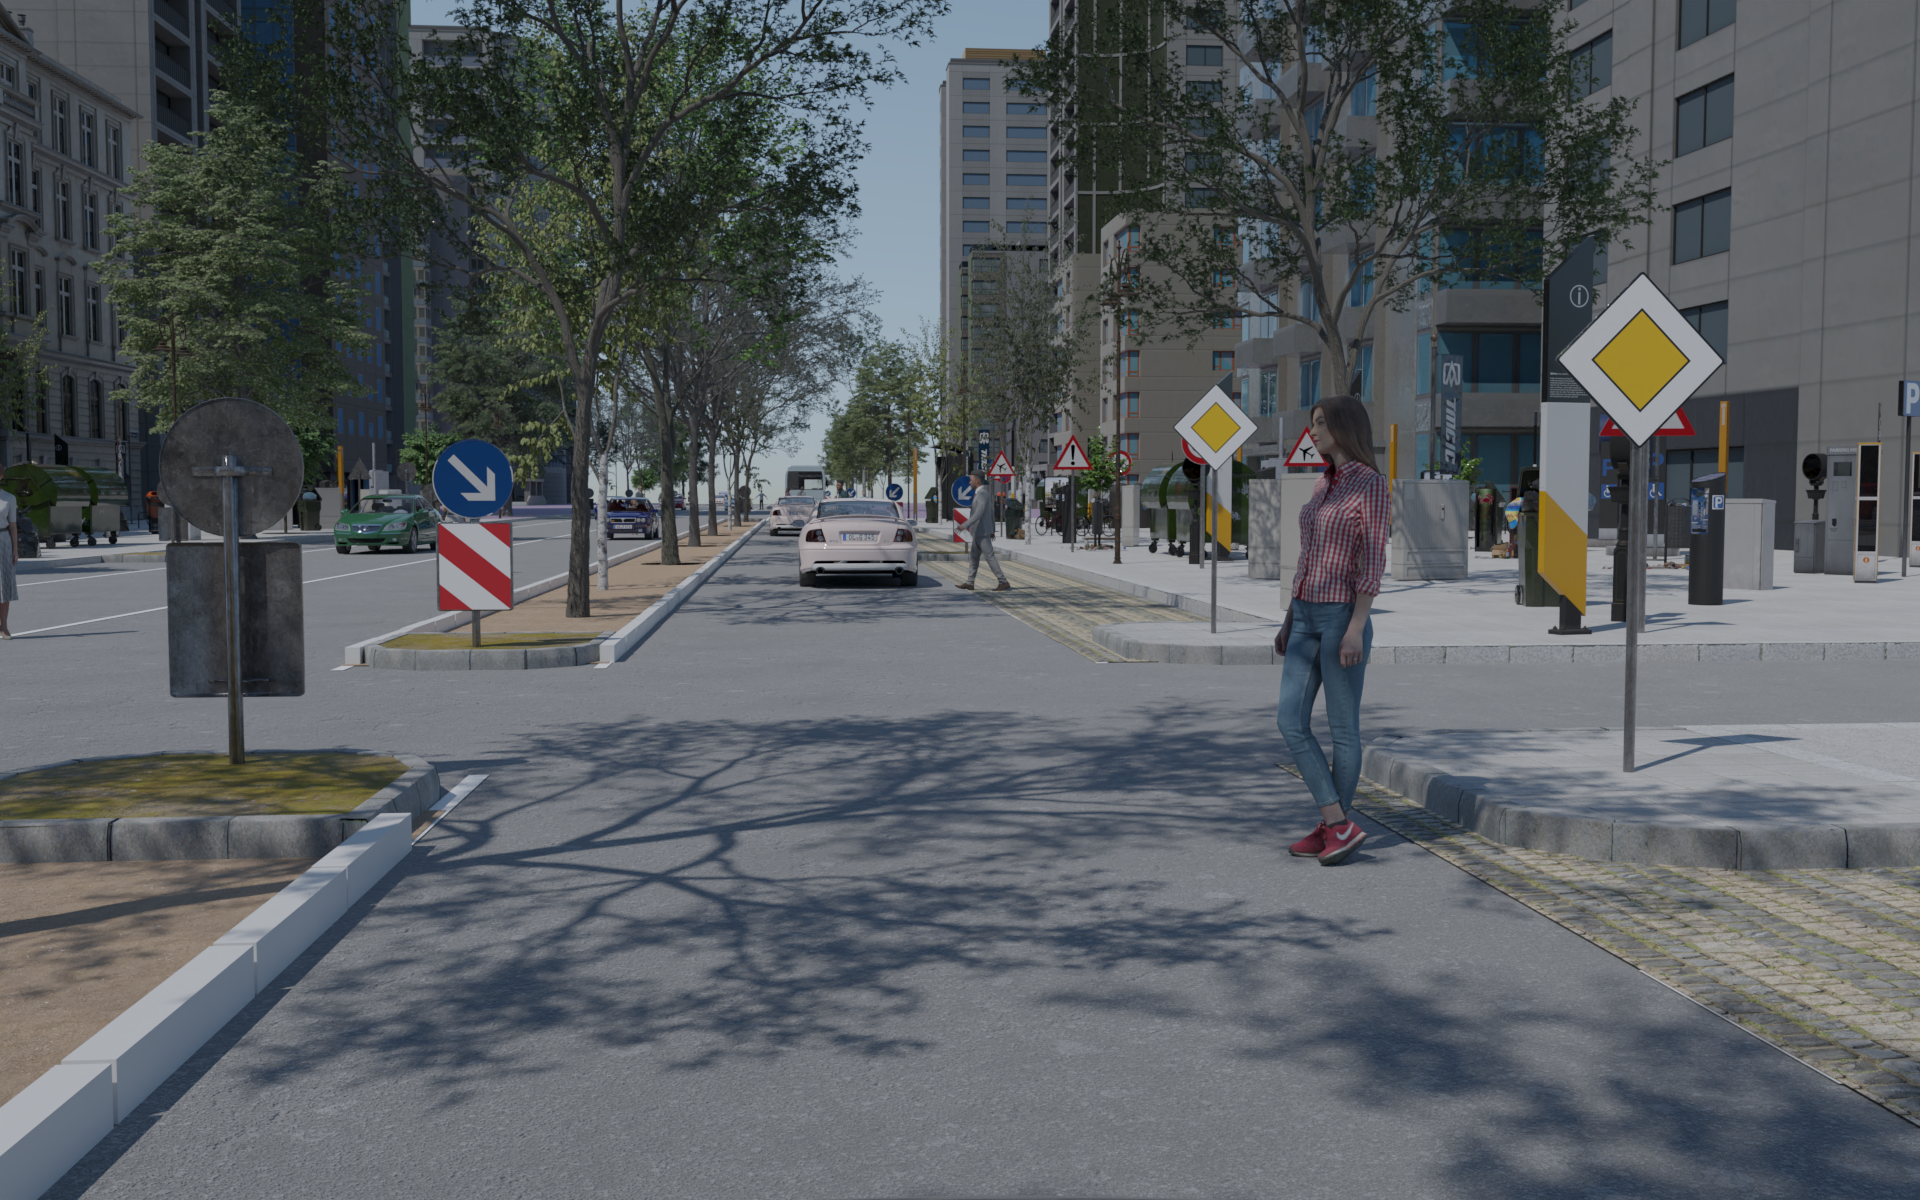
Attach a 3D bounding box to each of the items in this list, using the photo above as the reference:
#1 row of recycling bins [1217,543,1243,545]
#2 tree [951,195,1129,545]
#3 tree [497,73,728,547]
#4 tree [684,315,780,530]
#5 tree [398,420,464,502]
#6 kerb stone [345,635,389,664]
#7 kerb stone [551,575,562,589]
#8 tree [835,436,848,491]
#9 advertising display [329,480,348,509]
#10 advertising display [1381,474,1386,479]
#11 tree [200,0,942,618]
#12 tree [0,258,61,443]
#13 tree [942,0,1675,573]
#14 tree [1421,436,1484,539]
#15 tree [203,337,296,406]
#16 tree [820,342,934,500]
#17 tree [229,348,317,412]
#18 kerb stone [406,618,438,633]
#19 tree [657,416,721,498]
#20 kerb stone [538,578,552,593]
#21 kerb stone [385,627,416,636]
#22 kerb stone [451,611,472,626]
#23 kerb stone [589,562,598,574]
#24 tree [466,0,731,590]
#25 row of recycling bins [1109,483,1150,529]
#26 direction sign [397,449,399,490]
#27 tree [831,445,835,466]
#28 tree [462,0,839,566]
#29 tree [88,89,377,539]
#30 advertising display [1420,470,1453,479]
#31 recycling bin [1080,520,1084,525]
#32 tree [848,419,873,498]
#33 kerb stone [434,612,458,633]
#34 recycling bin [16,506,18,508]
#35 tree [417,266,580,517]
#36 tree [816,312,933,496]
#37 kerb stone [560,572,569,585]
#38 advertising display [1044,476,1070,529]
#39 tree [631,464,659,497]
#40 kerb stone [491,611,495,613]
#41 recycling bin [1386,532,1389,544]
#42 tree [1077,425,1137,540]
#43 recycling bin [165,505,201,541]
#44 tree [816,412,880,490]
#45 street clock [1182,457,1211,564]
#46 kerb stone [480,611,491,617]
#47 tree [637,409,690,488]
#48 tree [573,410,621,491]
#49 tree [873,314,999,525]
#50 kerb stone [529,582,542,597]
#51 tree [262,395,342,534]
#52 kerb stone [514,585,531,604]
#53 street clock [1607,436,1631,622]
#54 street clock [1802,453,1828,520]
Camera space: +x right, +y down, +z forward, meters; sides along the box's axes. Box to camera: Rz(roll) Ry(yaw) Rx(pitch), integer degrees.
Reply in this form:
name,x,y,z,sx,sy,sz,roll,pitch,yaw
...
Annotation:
name,x,y,z,sx,sy,sz,roll,pitch,yaw
row of recycling bins,8.092,-2.226,43.505,3.534,1.692,1.069,1,4,13
tree,1.933,-5.714,43.790,4.360,8.622,3.978,0,3,0
tree,-7.230,-8.182,46.602,12.009,13.543,11.850,0,3,0
tree,-8.957,-6.999,67.257,4.360,8.622,3.978,0,3,0
tree,-23.402,-5.705,76.998,4.285,4.588,4.351,0,3,0
kerb stone,-5.127,0.441,14.980,0.120,0.150,1.000,0,4,-5
kerb stone,-6.195,-0.247,26.237,0.120,0.150,1.000,0,4,-5
tree,-7.411,-12.065,147.626,4.737,8.622,4.395,0,3,0
advertising display,-28.241,-4.480,78.467,0.974,1.923,0.123,-2,4,-31
advertising display,13.573,-3.111,56.073,0.123,1.923,0.974,2,4,32
tree,-4.408,-5.045,19.359,8.767,10.594,7.601,0,4,-5
tree,-29.903,-6.262,52.752,4.737,8.622,4.395,0,3,0
tree,4.950,-5.351,21.903,8.767,10.594,7.601,-1,4,-14
tree,14.271,-3.370,49.704,1.663,3.219,1.824,0,3,0
tree,-31.076,-7.673,75.823,4.360,8.622,3.978,0,3,0
tree,-5.518,-12.920,129.364,7.486,12.596,7.792,0,3,0
tree,-33.912,-8.236,85.019,4.737,8.622,4.395,0,3,0
kerb stone,-5.325,0.316,17.024,0.120,0.150,1.000,0,4,-5
tree,-38.815,-19.933,242.904,9.611,12.733,9.660,0,3,0
kerb stone,-6.105,-0.185,25.219,0.120,0.150,1.000,0,4,-5
kerb stone,-5.221,0.384,16.002,0.120,0.150,1.000,0,4,-5
kerb stone,-5.515,0.191,19.073,0.120,0.150,1.000,0,4,-5
kerb stone,-6.773,-0.622,32.363,0.120,0.150,1.000,0,4,-5
tree,-5.347,-4.452,25.615,4.737,8.622,4.395,0,3,0
row of recycling bins,7.077,-3.562,65.346,3.534,1.692,1.069,-2,4,-34
direction sign,-28.376,-5.838,87.447,0.379,3.537,0.876,-1,4,-16
tree,-12.410,-14.924,194.373,4.737,8.622,4.395,0,3,0
tree,-5.949,-6.507,34.609,9.928,11.665,9.643,0,3,0
tree,-20.276,-7.988,48.735,7.486,12.596,7.792,0,3,0
advertising display,12.938,-2.558,47.032,0.974,1.923,0.123,-1,4,-20
recycling bin,4.575,-3.487,69.559,0.722,1.027,0.722,3,5,43
tree,-6.331,-11.743,142.365,4.737,8.622,4.395,0,3,0
kerb stone,-5.419,0.258,18.042,0.120,0.150,1.000,0,4,-5
recycling bin,-20.902,-1.525,37.490,0.722,1.027,0.722,0,4,-5
tree,-25.772,-11.709,98.101,9.857,13.997,8.962,0,3,0
tree,-8.834,-19.664,177.402,12.611,20.169,13.585,0,3,0
kerb stone,-6.294,-0.308,27.254,0.120,0.150,1.000,0,4,-5
advertising display,3.520,-3.518,62.733,0.974,1.923,0.123,2,4,25
tree,-34.022,-12.411,186.634,4.285,4.588,4.351,0,3,0
kerb stone,-5.712,0.066,21.123,0.120,0.150,1.000,0,4,-5
recycling bin,10.555,-1.959,44.579,0.722,1.027,0.722,-3,5,-41
tree,3.874,-3.319,48.869,1.663,3.219,1.824,0,3,0
recycling bin,-21.567,-2.173,48.078,0.722,1.027,0.722,0,4,-3
tree,-15.595,-19.754,239.981,9.611,12.733,9.660,0,3,0
street clock,4.307,-1.655,31.623,0.471,2.002,0.358,2,4,31
kerb stone,-5.617,0.128,20.098,0.120,0.150,1.000,0,4,-5
tree,-36.107,-17.958,211.733,7.486,12.596,7.792,0,3,0
tree,-30.038,-11.863,144.319,4.360,8.622,3.978,0,3,0
tree,-0.702,-7.375,70.940,4.737,8.622,4.395,0,3,0
kerb stone,-6.007,-0.120,24.191,0.120,0.150,1.000,0,4,-5
tree,-21.733,-4.409,55.795,4.285,4.588,4.351,0,3,0
kerb stone,-5.913,-0.059,23.164,0.120,0.150,1.000,0,4,-5
street clock,6.676,-0.784,17.396,0.358,2.002,0.471,2,4,32
street clock,15.250,-1.608,30.867,0.358,2.002,0.471,-1,4,-17
